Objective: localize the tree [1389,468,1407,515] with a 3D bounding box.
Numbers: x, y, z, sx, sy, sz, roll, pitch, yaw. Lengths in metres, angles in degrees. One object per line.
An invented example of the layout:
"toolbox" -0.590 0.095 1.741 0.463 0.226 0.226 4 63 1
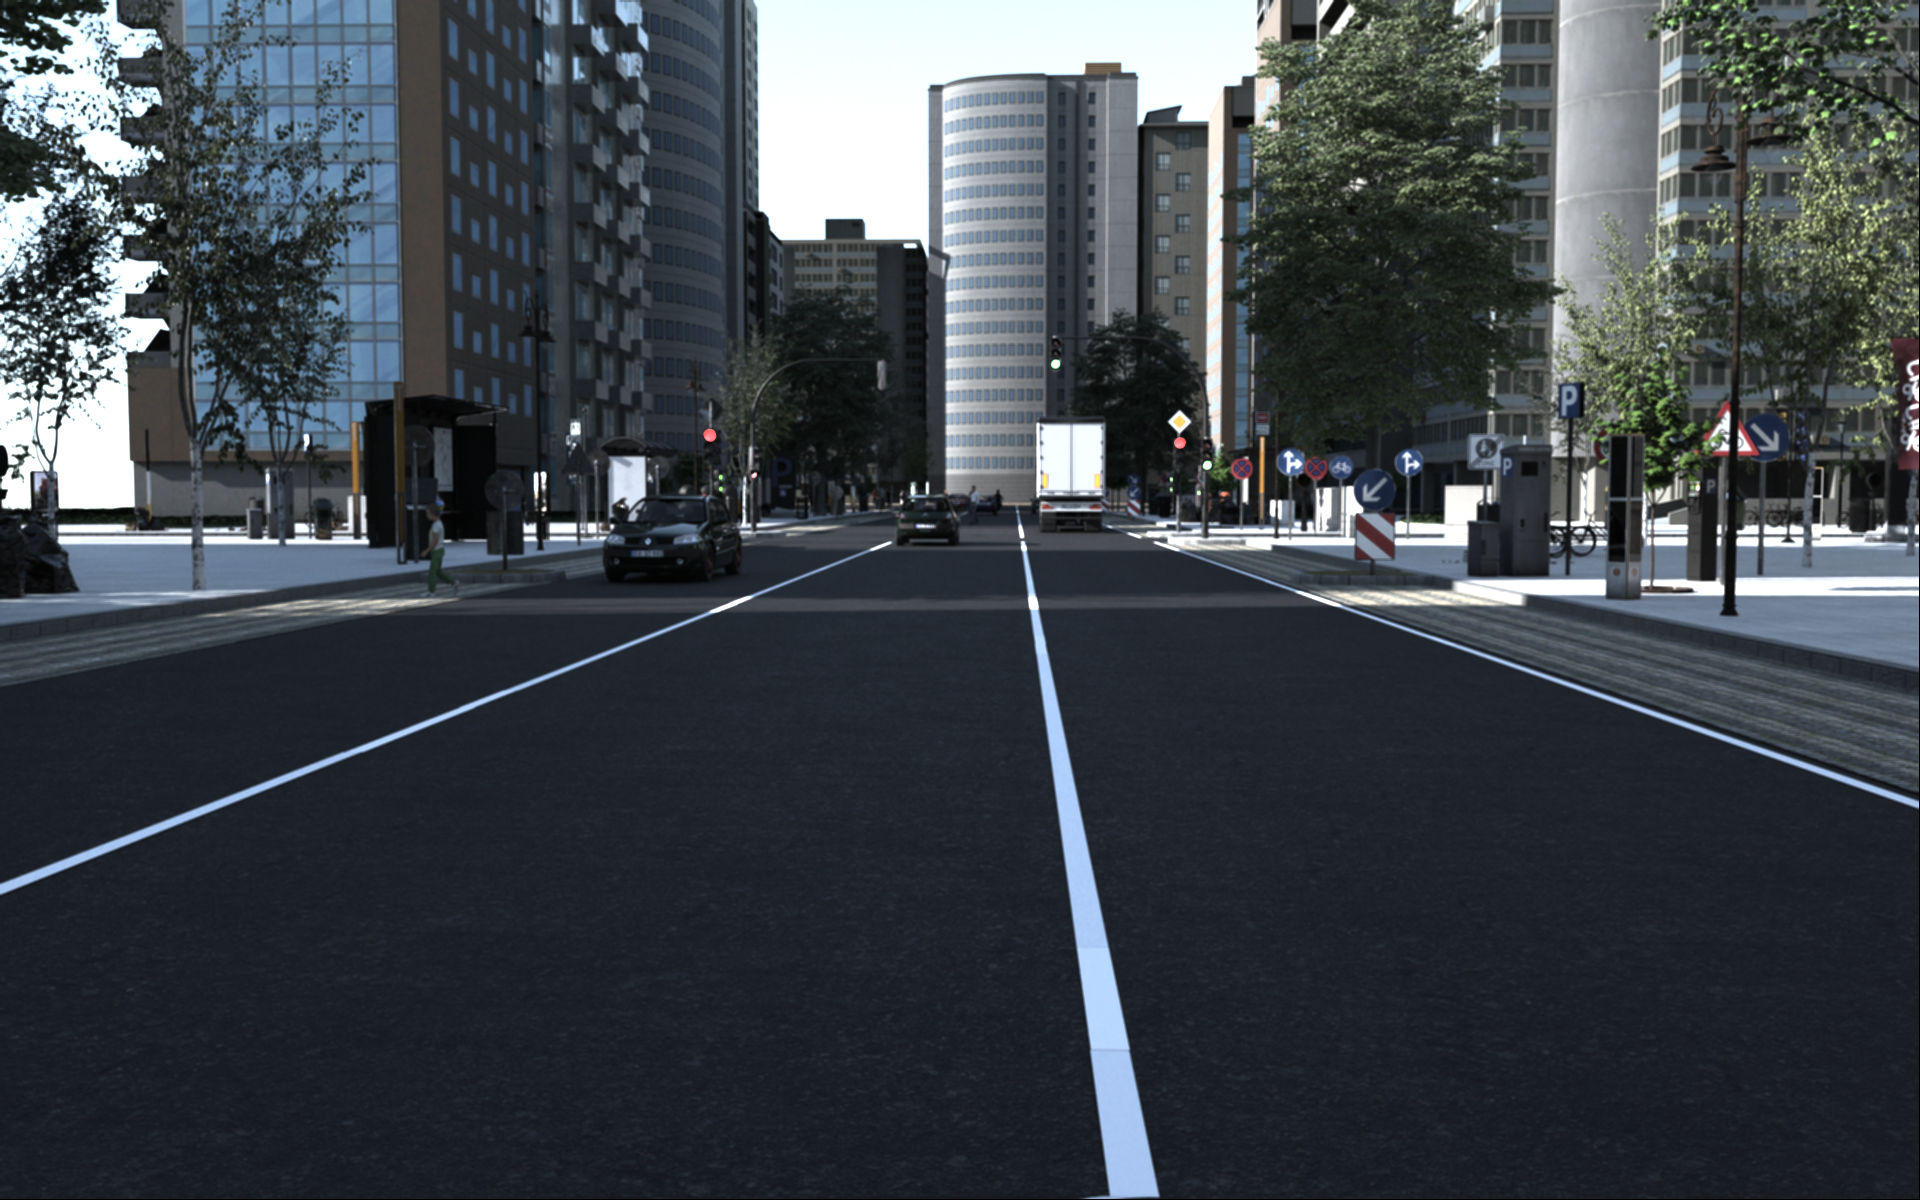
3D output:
"tree" 26.965 -6.850 106.599 1.663 3.219 1.824 0 3 0

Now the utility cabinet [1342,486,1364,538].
"utility cabinet" 11.626 -2.547 50.324 0.318 1.500 1.173 -2 4 -31

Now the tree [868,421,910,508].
"tree" -6.392 -12.534 155.290 4.360 8.622 3.978 0 3 0

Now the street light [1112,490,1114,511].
"street light" 11.707 -9.777 132.642 0.468 5.910 1.993 0 4 2

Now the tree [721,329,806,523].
"tree" -9.039 -7.806 77.997 4.737 8.622 4.395 0 3 0

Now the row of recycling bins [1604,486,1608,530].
"row of recycling bins" 22.911 -3.239 60.070 1.069 1.692 3.534 1 4 19

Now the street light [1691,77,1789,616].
"street light" 8.133 -2.774 18.135 0.468 5.910 1.993 0 4 2

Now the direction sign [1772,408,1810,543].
"direction sign" 21.864 -3.280 45.630 0.876 3.537 0.379 3 4 37

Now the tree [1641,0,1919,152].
"tree" 8.083 -5.235 11.350 9.928 11.665 9.643 0 3 0

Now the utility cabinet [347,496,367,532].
"utility cabinet" -20.351 -2.929 59.055 1.020 1.237 0.306 1 4 15

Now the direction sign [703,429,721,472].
"direction sign" -8.709 -4.214 60.897 0.379 3.537 0.876 3 4 36

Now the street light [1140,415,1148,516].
"street light" 10.753 -7.860 101.305 0.468 5.910 1.993 0 4 2

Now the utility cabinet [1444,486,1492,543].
"utility cabinet" 13.235 -2.228 45.109 1.173 1.500 0.318 1 4 17

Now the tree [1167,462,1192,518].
"tree" 11.438 -5.922 91.432 1.663 3.219 1.824 0 3 0

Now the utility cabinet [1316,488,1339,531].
"utility cabinet" 12.594 -3.107 59.485 0.318 1.500 1.173 -1 4 -14

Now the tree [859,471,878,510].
"tree" -7.439 -9.071 142.919 1.663 3.219 1.824 0 3 0

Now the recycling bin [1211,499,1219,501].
"recycling bin" 12.934 -4.651 88.594 0.722 1.027 0.722 2 4 31

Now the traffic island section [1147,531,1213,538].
"traffic island section" 7.349 -2.188 58.060 2.009 0.180 2.903 0 4 2

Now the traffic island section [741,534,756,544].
"traffic island section" -7.236 -1.728 50.535 2.009 0.180 2.903 0 4 2

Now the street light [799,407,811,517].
"street light" -8.041 -7.170 90.025 0.468 5.910 1.993 0 4 2

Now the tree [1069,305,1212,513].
"tree" 11.977 -12.804 115.993 9.857 13.997 8.962 0 3 0

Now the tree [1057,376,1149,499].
"tree" 14.111 -16.075 173.203 12.009 13.543 11.850 0 3 0

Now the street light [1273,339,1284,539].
"street light" 9.069 -4.690 49.472 0.468 5.910 1.993 0 4 2

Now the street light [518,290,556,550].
"street light" -9.595 -4.076 39.434 0.468 5.910 1.993 0 4 2

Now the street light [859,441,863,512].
"street light" -6.993 -9.113 121.783 0.468 5.910 1.993 0 4 2

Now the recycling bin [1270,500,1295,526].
"recycling bin" 13.022 -3.508 69.905 0.722 1.027 0.722 -2 4 -27

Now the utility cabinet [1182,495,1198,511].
"utility cabinet" 12.878 -5.254 97.058 0.306 1.237 1.020 -3 4 -38

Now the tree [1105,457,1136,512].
"tree" 11.592 -8.789 127.417 4.285 4.588 4.351 0 3 0

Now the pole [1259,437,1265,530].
"pole" 10.776 -4.156 61.796 0.158 3.312 0.155 0 3 0

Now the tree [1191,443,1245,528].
"tree" 9.810 -4.307 65.027 1.663 3.219 1.824 0 3 0

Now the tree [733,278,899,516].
"tree" -8.341 -11.956 102.128 9.857 13.997 8.962 0 3 0

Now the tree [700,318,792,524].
"tree" -9.127 -7.517 73.266 4.360 8.622 3.978 0 3 0

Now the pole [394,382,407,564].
"pole" -10.207 -2.308 31.576 0.158 3.312 0.155 0 3 0

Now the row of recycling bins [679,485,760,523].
"row of recycling bins" -10.534 -4.205 75.867 3.534 1.692 1.069 -1 4 -13

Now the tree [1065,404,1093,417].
"tree" 14.888 -17.857 208.976 9.611 12.733 9.660 0 3 0

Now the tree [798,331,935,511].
"tree" -7.160 -13.403 129.505 12.009 13.543 11.850 0 3 0

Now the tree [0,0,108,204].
"tree" -11.322 -5.873 14.155 7.486 12.596 7.792 0 3 0

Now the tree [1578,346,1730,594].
"tree" 9.212 -1.715 22.643 1.663 3.219 1.824 0 3 0

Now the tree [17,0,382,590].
"tree" -9.941 -4.441 22.965 4.360 8.622 3.978 0 3 0

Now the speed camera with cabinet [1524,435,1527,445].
"speed camera with cabinet" 19.176 -3.957 59.041 0.660 3.252 2.038 2 4 28

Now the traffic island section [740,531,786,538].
"traffic island section" -6.985 -2.216 58.516 2.009 0.180 2.903 0 4 2

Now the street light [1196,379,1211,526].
"street light" 9.822 -5.944 69.968 0.468 5.910 1.993 0 4 2

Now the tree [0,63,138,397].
"tree" -18.541 -5.939 31.518 8.767 10.594 7.601 1 4 18

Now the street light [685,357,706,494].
"street light" -8.949 -5.254 58.687 0.468 5.910 1.993 0 4 2

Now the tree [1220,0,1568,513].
"tree" 9.295 -7.311 37.665 7.486 12.596 7.792 0 3 0

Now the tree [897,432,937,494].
"tree" -5.376 -15.422 202.507 4.737 8.622 4.395 0 3 0

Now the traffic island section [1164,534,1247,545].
"traffic island section" 7.098 -1.700 50.079 2.009 0.180 2.903 0 4 2

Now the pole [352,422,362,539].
"pole" -17.092 -3.376 49.044 0.158 3.312 0.155 0 3 0
